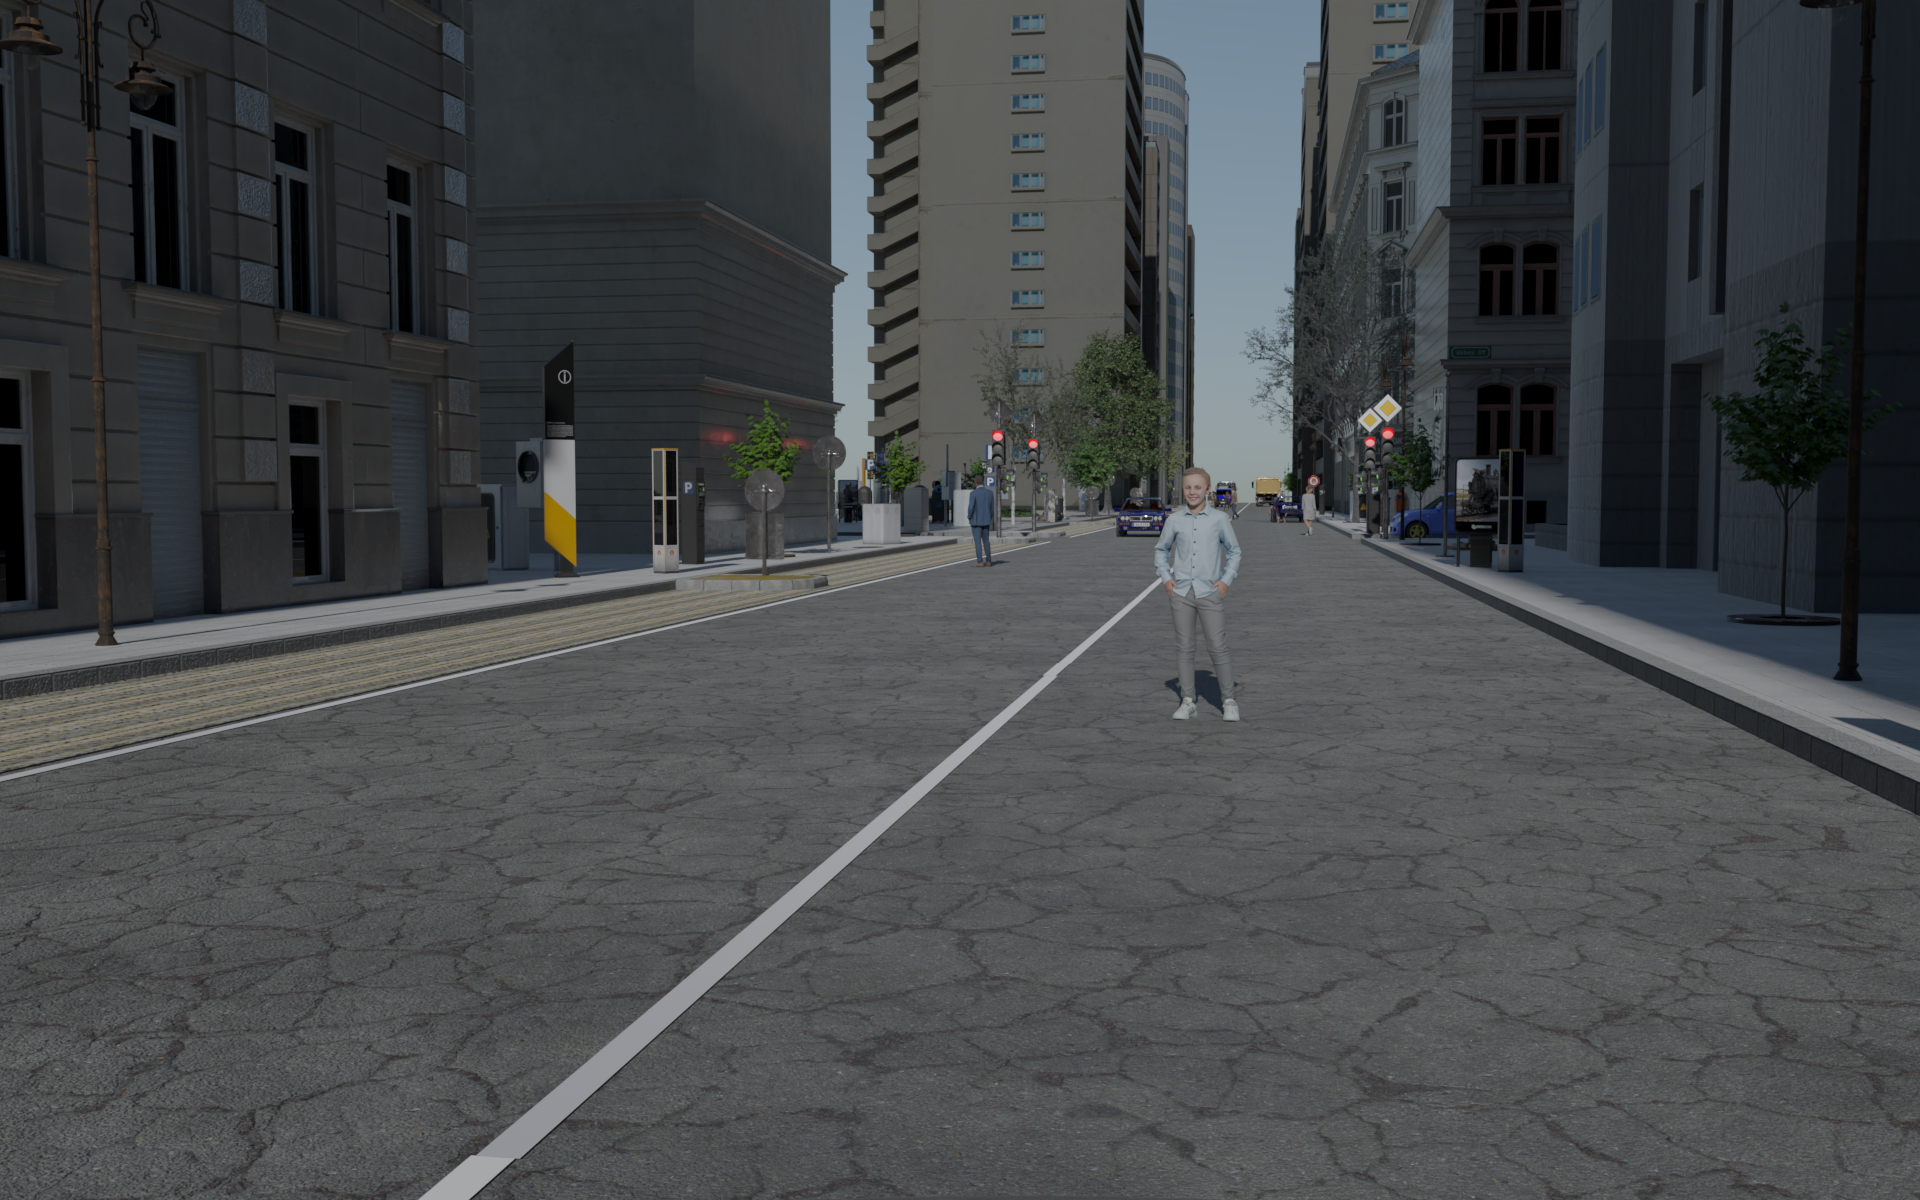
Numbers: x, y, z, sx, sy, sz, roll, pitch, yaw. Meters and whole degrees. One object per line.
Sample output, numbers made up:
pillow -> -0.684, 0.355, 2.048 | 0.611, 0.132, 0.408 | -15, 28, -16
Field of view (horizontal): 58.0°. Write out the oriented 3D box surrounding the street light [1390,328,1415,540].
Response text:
street light -> 12.368, -4.617, 48.269 | 0.468, 5.910, 1.993 | 1, 4, 10

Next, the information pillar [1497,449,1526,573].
information pillar -> 9.040, -1.462, 28.395 | 0.304, 2.012, 0.304 | -1, 4, -22

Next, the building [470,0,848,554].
building -> -20.998, -13.851, 45.545 | 34.723, 24.649, 14.460 | 1, 4, 10

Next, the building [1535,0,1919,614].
building -> 21.930, -29.778, 28.872 | 21.231, 58.520, 28.212 | 1, 4, 10

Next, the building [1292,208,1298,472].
building -> 63.917, -39.818, 274.725 | 21.300, 48.544, 21.600 | 1, 4, 10

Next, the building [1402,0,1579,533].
building -> 28.208, -16.771, 61.589 | 23.554, 28.519, 14.401 | 1, 4, 10

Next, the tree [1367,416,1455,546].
tree -> 11.427, -2.988, 43.460 | 1.663, 3.219, 1.824 | 0, 3, 0

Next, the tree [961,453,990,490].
tree -> 0.756, -5.327, 81.699 | 1.663, 3.219, 1.824 | 0, 3, 0

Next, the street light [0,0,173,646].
street light -> -7.241, -2.552, 14.519 | 0.468, 5.910, 1.993 | 1, 4, 10

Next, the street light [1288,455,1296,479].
street light -> 41.235, -14.774, 214.335 | 0.468, 5.910, 1.993 | 1, 4, 10

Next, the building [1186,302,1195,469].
building -> 28.641, -30.243, 266.172 | 14.160, 30.474, 14.107 | 1, 4, 10

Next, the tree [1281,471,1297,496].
tree -> 42.162, -14.392, 219.024 | 4.285, 4.588, 4.351 | 0, 3, 0

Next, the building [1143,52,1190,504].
building -> 19.183, -42.147, 231.100 | 21.231, 58.520, 28.212 | 1, 4, 10

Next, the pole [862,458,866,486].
pole -> -5.457, -6.389, 98.297 | 0.158, 3.312, 0.155 | 0, 3, 0

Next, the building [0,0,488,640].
building -> -14.377, -13.195, 12.998 | 12.463, 27.353, 25.104 | 1, 4, 10

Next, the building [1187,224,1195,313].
building -> 30.573, -38.508, 279.723 | 14.600, 45.320, 14.200 | 1, 4, 10

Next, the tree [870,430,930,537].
tree -> -1.973, -3.527, 52.261 | 1.663, 3.219, 1.824 | 0, 3, 0

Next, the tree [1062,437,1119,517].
tree -> 7.400, -7.044, 98.881 | 4.285, 4.588, 4.351 | 0, 3, 0

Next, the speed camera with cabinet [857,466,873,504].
speed camera with cabinet -> -6.641, -7.817, 122.140 | 0.660, 3.252, 2.038 | -3, 5, -44

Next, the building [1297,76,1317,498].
building -> 48.641, -34.732, 191.565 | 21.300, 48.544, 21.600 | 1, 4, 10

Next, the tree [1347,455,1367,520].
tree -> 19.975, -5.577, 85.787 | 1.663, 3.219, 1.824 | 0, 3, 0

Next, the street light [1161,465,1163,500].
street light -> 19.948, -12.121, 170.960 | 0.468, 5.910, 1.993 | 1, 4, 10

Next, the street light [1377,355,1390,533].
street light -> 14.105, -5.185, 57.557 | 0.468, 5.910, 1.993 | 1, 4, 10

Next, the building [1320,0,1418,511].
building -> 40.237, -31.605, 140.443 | 21.300, 48.544, 21.600 | 1, 4, 10

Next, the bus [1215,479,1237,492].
bus -> 36.432, -14.794, 236.739 | 2.948, 3.499, 13.247 | 1, 4, 9

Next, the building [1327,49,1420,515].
building -> 32.091, -20.206, 106.781 | 17.030, 29.872, 44.131 | 1, 4, 10

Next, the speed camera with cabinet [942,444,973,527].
speed camera with cabinet -> -0.031, -4.525, 68.316 | 0.660, 3.252, 2.038 | -2, 4, -27

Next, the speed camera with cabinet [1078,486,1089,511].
speed camera with cabinet -> 9.447, -8.461, 132.668 | 0.660, 3.252, 2.038 | 0, 4, -3

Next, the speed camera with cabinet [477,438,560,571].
speed camera with cabinet -> -7.435, -2.122, 29.036 | 2.038, 3.252, 0.660 | 3, 5, 40

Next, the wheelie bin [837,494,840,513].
wheelie bin -> -7.283, -6.133, 108.188 | 0.693, 1.594, 0.980 | 3, 4, 37

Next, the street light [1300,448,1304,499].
street light -> 33.334, -12.007, 169.109 | 0.468, 5.910, 1.993 | 1, 4, 10

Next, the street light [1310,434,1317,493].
street light -> 26.994, -9.783, 132.740 | 0.468, 5.910, 1.993 | 1, 4, 10

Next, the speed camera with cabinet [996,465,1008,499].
speed camera with cabinet -> 1.204, -5.151, 78.547 | 2.038, 3.252, 0.660 | -2, 4, -32

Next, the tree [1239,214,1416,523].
tree -> 17.541, -10.188, 76.939 | 12.009, 13.543, 11.850 | 0, 3, 0

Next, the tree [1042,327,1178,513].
tree -> 10.231, -12.331, 118.614 | 9.611, 12.733, 9.660 | 0, 3, 0

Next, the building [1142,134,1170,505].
building -> 15.828, -31.152, 192.937 | 14.154, 41.232, 14.086 | 1, 4, 10

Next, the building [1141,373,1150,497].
building -> 8.020, -52.440, 170.068 | 22.319, 86.520, 31.000 | 1, 4, 10

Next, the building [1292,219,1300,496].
building -> 56.878, -35.137, 258.090 | 14.154, 41.232, 14.086 | 1, 4, 10

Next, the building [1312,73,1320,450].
building -> 45.249, -31.231, 165.253 | 22.147, 44.769, 28.867 | 1, 4, 10

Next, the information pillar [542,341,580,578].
information pillar -> -6.108, -2.147, 26.466 | 0.504, 3.616, 0.183 | -2, 4, -34

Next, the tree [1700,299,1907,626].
tree -> 8.197, -1.392, 17.354 | 1.663, 3.219, 1.824 | 0, 3, 0

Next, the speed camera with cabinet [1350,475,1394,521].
speed camera with cabinet -> 19.904, -5.462, 83.639 | 2.038, 3.252, 0.660 | -1, 4, -12

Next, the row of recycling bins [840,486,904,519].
row of recycling bins -> -4.390, -4.982, 88.572 | 3.534, 1.692, 1.069 | 0, 4, 1

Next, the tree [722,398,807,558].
tree -> -4.008, -2.483, 35.204 | 1.663, 3.219, 1.824 | 0, 3, 0

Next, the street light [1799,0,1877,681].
street light -> 6.127, -2.384, 11.773 | 0.468, 5.910, 1.993 | 1, 4, 10

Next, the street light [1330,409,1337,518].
street light -> 20.276, -7.411, 93.956 | 0.468, 5.910, 1.993 | 1, 4, 10

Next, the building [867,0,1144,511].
building -> 3.954, -31.901, 145.288 | 21.300, 48.544, 21.600 | 1, 4, 10

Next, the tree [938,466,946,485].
tree -> -1.077, -7.715, 120.737 | 1.663, 3.219, 1.824 | 0, 3, 0

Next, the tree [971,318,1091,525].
tree -> 2.389, -7.443, 72.059 | 4.360, 8.622, 3.978 | 0, 3, 0

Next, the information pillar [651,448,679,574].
information pillar -> -4.761, -1.437, 27.995 | 0.304, 2.012, 0.304 | 3, 4, 39

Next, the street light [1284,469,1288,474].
street light -> 47.513, -16.999, 250.715 | 0.468, 5.910, 1.993 | 1, 4, 10

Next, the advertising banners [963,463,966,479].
advertising banners -> 0.470, -6.249, 98.362 | 0.090, 3.025, 2.074 | 1, 4, 16

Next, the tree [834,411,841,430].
tree -> -9.129, -9.093, 99.028 | 4.360, 8.622, 3.978 | 0, 3, 0

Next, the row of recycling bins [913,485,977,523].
row of recycling bins -> -0.477, -4.275, 77.017 | 3.534, 1.692, 1.069 | 1, 4, 11

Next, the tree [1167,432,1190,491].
tree -> 24.892, -15.470, 203.293 | 4.737, 8.622, 4.395 | 0, 3, 0

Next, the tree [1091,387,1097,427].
tree -> 5.298, -8.576, 90.574 | 4.360, 8.622, 3.978 | 0, 3, 0

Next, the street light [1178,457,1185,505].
street light -> 27.890, -14.906, 216.504 | 0.468, 5.910, 1.993 | 1, 4, 10

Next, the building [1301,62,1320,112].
building -> 57.037, -42.453, 236.112 | 21.231, 58.520, 28.212 | 1, 4, 10

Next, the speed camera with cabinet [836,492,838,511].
speed camera with cabinet -> -8.517, -8.511, 133.486 | 2.038, 3.252, 0.660 | 1, 4, 11
